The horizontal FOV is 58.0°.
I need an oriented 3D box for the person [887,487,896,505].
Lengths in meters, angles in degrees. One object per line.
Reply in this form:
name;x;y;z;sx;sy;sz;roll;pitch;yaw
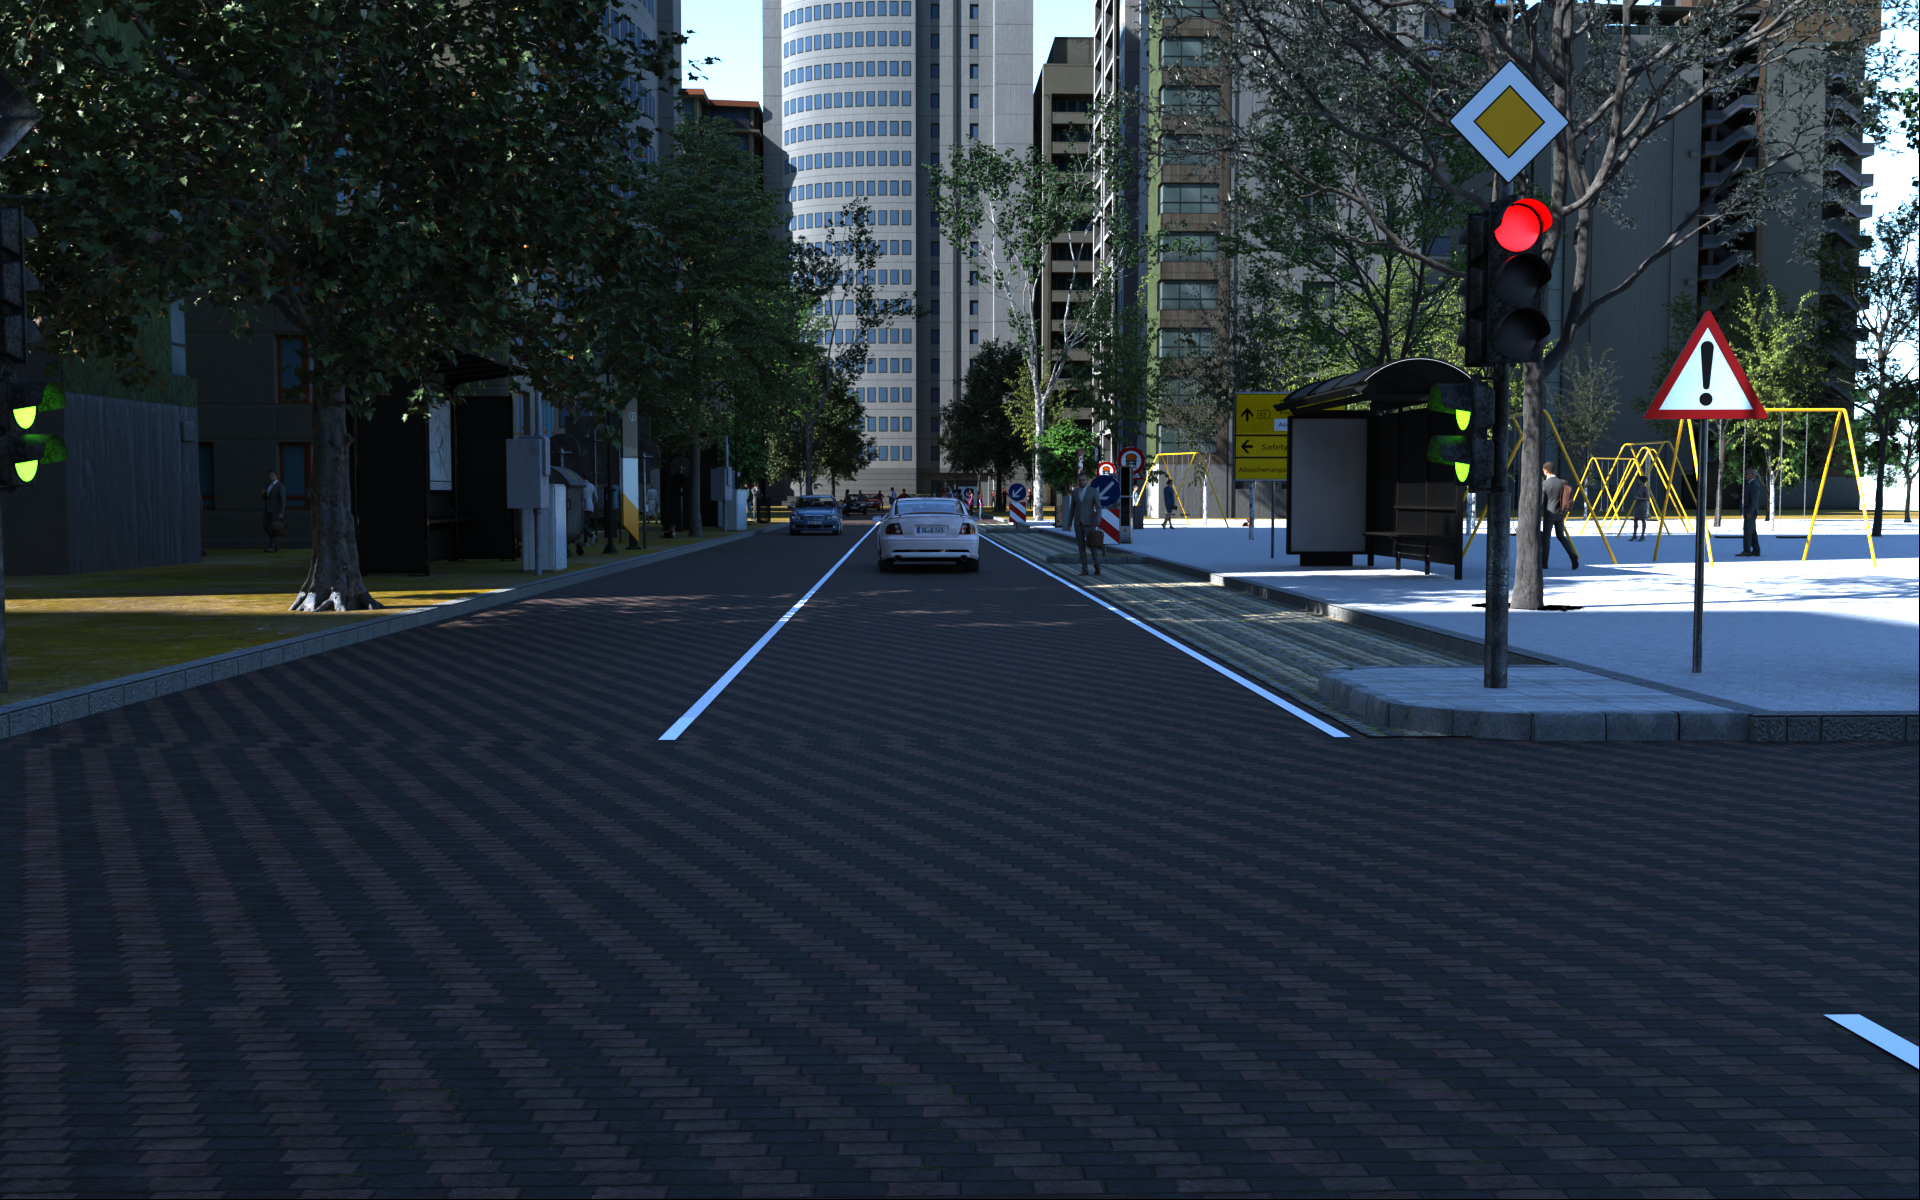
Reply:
person;-4.113;-5.819;103.505;0.599;1.838;0.709;0;4;7

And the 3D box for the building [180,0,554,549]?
building;-29.322;-12.781;54.006;27.650;21.520;28.899;0;4;-2

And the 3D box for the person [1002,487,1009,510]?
person;3.621;-8.208;140.198;1.348;1.831;0.705;-3;5;-44

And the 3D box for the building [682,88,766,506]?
building;-35.446;-32.577;187.250;28.867;44.769;22.147;0;4;-2

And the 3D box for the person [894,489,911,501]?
person;-3.000;-5.125;93.113;1.217;1.723;0.721;0;4;4

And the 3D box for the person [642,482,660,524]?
person;-13.233;-4.151;74.269;0.694;1.780;0.624;-2;4;-31

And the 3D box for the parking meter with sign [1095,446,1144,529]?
parking meter with sign;5.841;-4.107;63.405;1.738;3.016;0.543;-1;4;-9

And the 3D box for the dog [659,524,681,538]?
dog;-8.421;-1.986;50.213;0.550;0.427;0.748;-2;4;-25

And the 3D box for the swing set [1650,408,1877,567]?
swing set;14.798;-2.084;31.687;3.119;2.851;2.862;0;4;2

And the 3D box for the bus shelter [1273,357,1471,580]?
bus shelter;6.687;-2.103;28.310;2.014;3.302;5.546;0;4;-2

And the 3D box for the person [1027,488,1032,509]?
person;5.912;-8.484;145.293;0.617;1.759;0.750;-2;4;-27

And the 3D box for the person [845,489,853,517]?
person;-6.965;-6.084;108.690;0.721;1.735;1.217;1;4;13

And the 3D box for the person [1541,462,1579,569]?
person;10.133;-1.441;29.568;0.622;1.834;0.822;-2;4;-24

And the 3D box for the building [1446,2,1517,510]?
building;39.325;-28.398;147.897;14.086;41.232;14.154;0;4;-2

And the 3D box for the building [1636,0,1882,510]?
building;67.535;-30.501;148.810;14.200;45.320;14.600;0;4;-2

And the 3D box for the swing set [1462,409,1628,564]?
swing set;10.726;-2.161;32.952;2.862;2.851;3.119;0;4;6

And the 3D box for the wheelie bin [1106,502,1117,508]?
wheelie bin;5.298;-3.333;62.398;0.693;1.594;0.980;-2;4;-27

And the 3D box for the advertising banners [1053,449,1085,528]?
advertising banners;4.223;-4.316;66.753;0.090;3.025;2.074;3;5;39

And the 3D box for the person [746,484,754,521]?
person;-10.227;-4.733;83.417;0.713;1.824;0.794;1;4;11

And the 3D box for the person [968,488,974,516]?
person;0.527;-5.142;93.248;0.721;1.739;1.217;0;4;-2

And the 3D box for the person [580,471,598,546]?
person;-9.217;-2.264;42.903;0.795;1.843;0.661;2;4;34

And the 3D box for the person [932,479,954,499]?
person;-0.453;-1.763;37.921;0.593;1.750;0.643;-1;4;-18

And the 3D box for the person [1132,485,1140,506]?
person;8.527;-4.712;84.093;0.522;1.701;0.512;2;4;33

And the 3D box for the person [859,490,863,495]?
person;-9.114;-9.125;157.714;1.348;1.821;0.705;3;5;43

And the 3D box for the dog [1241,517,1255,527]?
dog;11.315;-3.071;67.951;0.550;0.427;0.748;1;4;14

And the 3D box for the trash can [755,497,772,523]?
trash can;-8.614;-3.934;75.978;0.748;1.137;0.748;0;3;0

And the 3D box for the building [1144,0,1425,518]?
building;17.354;-19.968;98.181;14.160;30.474;14.107;0;4;-2

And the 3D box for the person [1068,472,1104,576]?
person;2.188;-1.319;30.186;0.709;1.813;0.853;1;4;21

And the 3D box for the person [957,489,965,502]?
person;0.079;-5.855;104.942;0.721;1.735;1.217;1;4;16

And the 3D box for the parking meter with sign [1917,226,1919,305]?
parking meter with sign;6.893;-0.930;11.475;1.738;3.016;0.543;-3;5;-44

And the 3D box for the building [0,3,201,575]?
building;-21.044;-20.833;24.208;14.154;41.232;14.086;0;4;-2

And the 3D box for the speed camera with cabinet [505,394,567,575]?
speed camera with cabinet;-6.914;-2.075;28.262;0.660;3.252;2.038;0;4;-2

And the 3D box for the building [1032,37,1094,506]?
building;18.636;-34.535;188.347;21.600;48.544;21.300;0;4;-2

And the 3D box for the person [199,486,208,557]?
person;-15.285;-1.719;34.270;0.853;1.813;0.709;0;4;0

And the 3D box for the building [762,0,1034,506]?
building;-6.835;-39.480;187.491;28.212;58.520;21.231;0;4;-2

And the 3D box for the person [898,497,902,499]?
person;-3.811;-5.973;109.390;0.421;1.427;0.697;-3;5;-44

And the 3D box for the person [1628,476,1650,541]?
person;18.441;-2.484;47.002;0.374;1.781;0.599;0;4;-5

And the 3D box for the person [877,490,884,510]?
person;-6.933;-8.800;152.833;0.568;1.767;0.683;3;5;42

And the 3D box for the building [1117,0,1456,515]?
building;21.505;-35.289;118.975;21.231;58.520;28.212;0;4;-2

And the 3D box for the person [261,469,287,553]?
person;-15.017;-1.952;37.930;0.622;1.834;0.822;1;4;12

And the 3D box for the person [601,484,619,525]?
person;-10.491;-2.821;52.185;0.660;1.820;0.620;-2;4;-33

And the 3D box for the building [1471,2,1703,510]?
building;53.398;-28.435;148.502;14.086;41.232;14.154;0;4;-2

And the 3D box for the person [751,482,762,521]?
person;-9.462;-4.609;81.203;0.447;1.846;0.655;2;4;34

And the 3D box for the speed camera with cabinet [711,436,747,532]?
speed camera with cabinet;-8.018;-4.017;60.021;0.660;3.252;2.038;1;4;14

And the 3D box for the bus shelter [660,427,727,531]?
bus shelter;-9.675;-4.403;63.268;1.731;3.624;6.357;0;4;-2

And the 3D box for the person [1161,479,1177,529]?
person;7.631;-3.513;63.511;0.654;1.822;0.581;-1;4;-19

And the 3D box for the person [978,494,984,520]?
person;1.220;-5.133;95.651;0.599;1.433;0.991;1;4;8

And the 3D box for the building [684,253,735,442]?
building;-33.993;-18.031;139.845;28.899;21.520;27.650;0;4;-2

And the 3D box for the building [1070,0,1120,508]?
building;20.155;-43.132;143.467;20.563;71.187;20.611;0;4;-2

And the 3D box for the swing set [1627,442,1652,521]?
swing set;20.682;-3.350;52.400;2.862;2.851;3.119;0;4;-2

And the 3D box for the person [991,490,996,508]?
person;3.065;-9.141;156.965;0.593;1.643;0.415;2;4;27

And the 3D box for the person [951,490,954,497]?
person;-0.506;-5.014;91.419;0.436;1.711;0.756;-3;5;-40

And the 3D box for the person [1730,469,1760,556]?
person;16.235;-1.807;35.770;0.590;1.801;0.661;1;4;17

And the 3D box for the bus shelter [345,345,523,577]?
bus shelter;-8.905;-2.367;29.990;1.731;3.624;6.357;0;4;-2

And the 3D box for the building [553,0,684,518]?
building;-28.213;-34.050;98.718;21.231;58.520;28.212;0;4;-2

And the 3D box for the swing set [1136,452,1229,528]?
swing set;8.370;-4.189;66.113;2.862;2.851;3.119;-2;4;-23
